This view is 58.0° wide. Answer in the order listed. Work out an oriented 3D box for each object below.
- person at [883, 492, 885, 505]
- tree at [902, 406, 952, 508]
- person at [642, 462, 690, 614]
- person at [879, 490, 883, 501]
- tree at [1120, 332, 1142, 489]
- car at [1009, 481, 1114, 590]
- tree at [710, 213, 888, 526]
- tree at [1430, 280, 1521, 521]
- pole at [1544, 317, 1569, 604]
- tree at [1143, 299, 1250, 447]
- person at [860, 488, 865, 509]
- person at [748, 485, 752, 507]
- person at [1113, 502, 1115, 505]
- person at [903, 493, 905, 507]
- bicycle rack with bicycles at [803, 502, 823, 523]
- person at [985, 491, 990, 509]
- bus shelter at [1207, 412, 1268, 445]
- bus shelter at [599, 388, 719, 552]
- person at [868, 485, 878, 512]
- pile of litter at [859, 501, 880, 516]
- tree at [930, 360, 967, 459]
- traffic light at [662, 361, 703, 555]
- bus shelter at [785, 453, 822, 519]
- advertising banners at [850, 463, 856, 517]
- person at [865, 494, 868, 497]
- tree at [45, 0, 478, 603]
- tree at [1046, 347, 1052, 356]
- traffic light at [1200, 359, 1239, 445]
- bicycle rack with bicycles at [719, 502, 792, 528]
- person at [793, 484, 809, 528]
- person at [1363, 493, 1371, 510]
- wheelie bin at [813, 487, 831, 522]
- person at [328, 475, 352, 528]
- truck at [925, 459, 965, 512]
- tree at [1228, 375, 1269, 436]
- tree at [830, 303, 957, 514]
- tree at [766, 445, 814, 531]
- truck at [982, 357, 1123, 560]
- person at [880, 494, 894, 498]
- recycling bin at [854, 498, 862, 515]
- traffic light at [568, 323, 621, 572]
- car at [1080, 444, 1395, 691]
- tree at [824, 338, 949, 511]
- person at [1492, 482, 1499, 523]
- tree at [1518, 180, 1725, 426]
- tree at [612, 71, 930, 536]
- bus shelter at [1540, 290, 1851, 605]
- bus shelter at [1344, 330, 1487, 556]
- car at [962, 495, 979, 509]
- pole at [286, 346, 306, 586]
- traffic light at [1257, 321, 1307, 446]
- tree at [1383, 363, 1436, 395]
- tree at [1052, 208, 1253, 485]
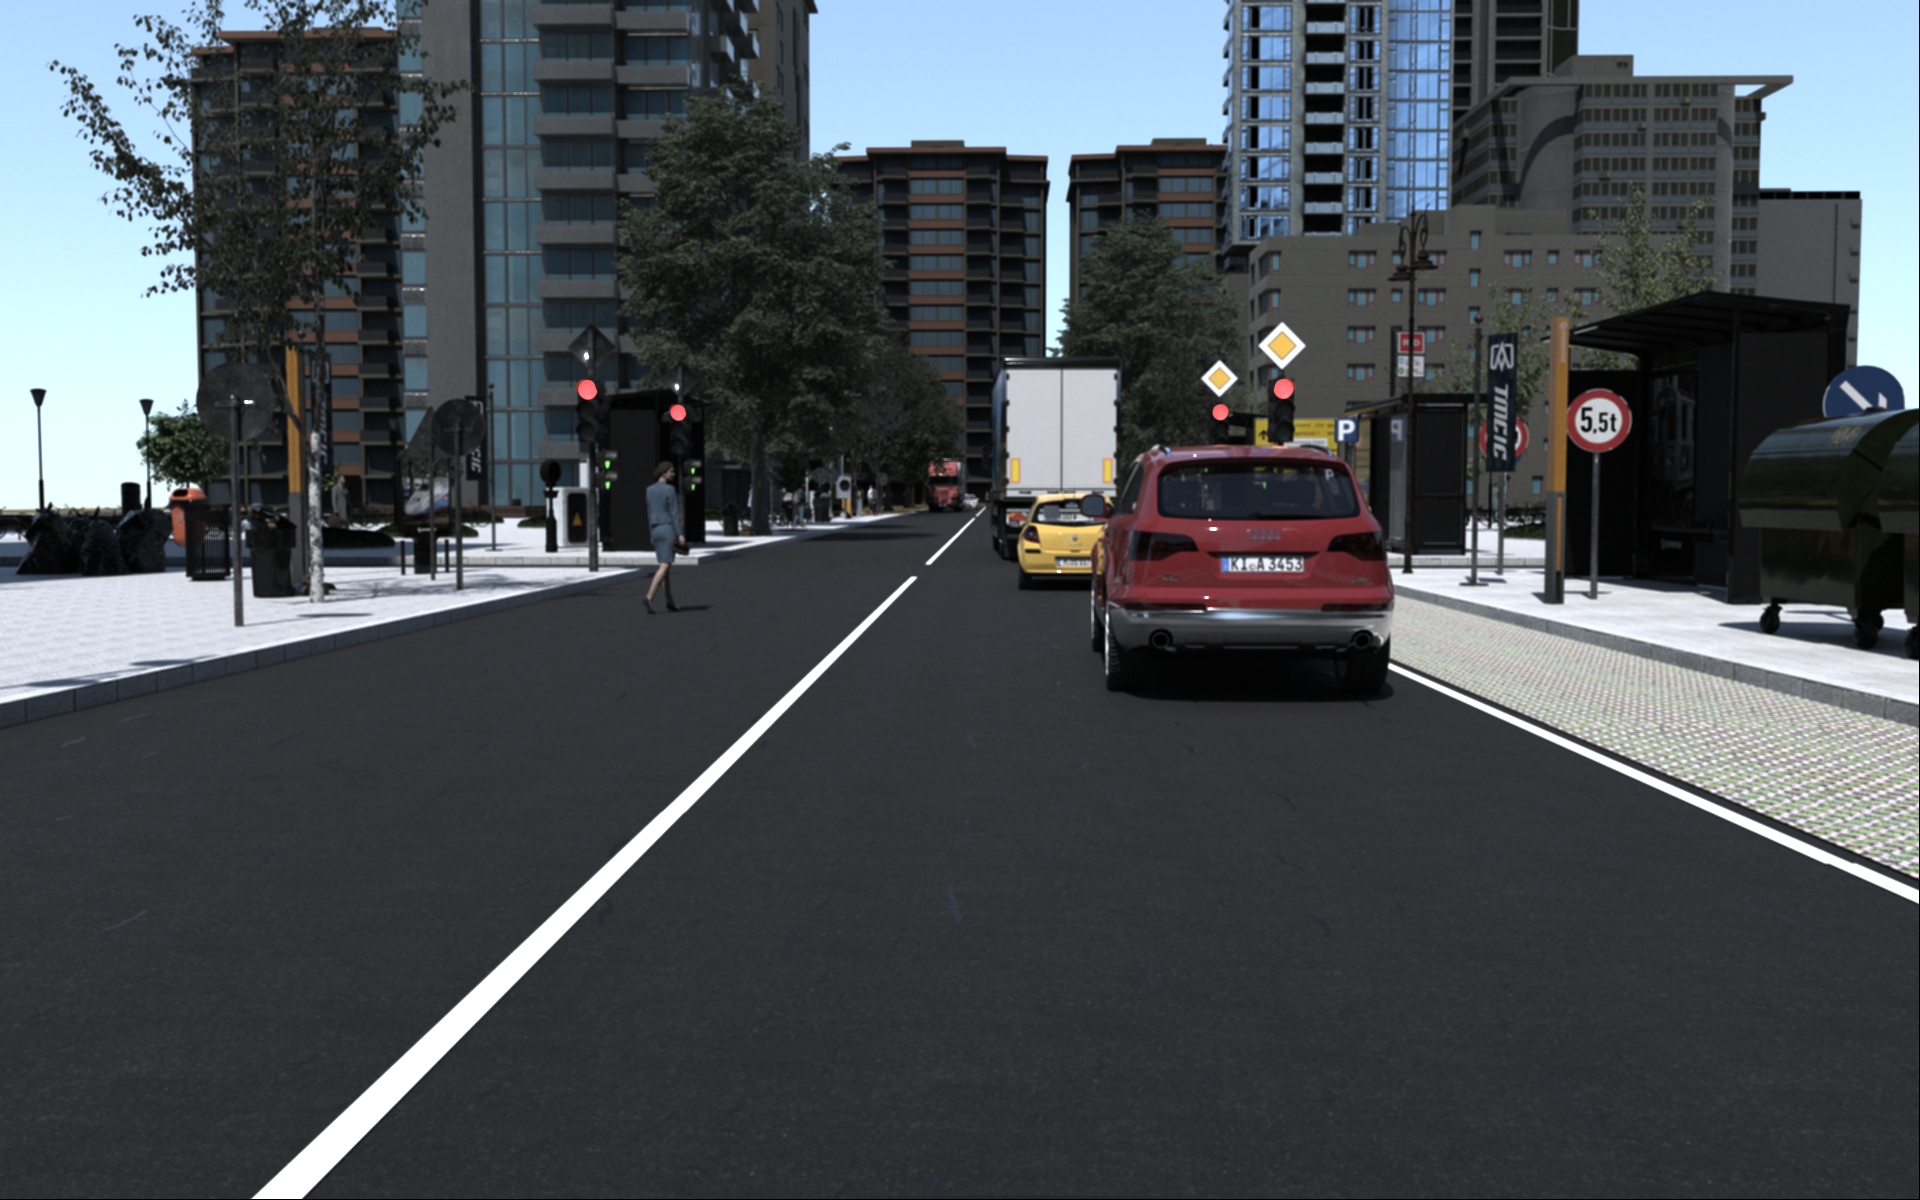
[{"bbox_3d":[-7.134,-9.825,167.617,0.436,1.711,0.756,-1,4,-19],"label":"person"},{"bbox_3d":[-4.590,-14.619,164.771,9.928,11.665,9.643,0,3,0],"label":"tree"},{"bbox_3d":[-3.605,-0.756,20.881,0.654,1.822,0.581,-3,4,-38],"label":"person"},{"bbox_3d":[-8.618,-11.071,187.767,1.217,1.743,0.721,1,4,15],"label":"person"},{"bbox_3d":[10.094,-11.100,107.236,9.928,11.665,9.643,0,3,0],"label":"tree"},{"bbox_3d":[1.767,-1.046,27.332,2.015,1.641,3.980,0,4,2],"label":"car"},{"bbox_3d":[-6.286,-9.304,70.250,7.486,12.596,7.792,0,3,0],"label":"tree"},{"bbox_3d":[18.151,-6.592,58.147,4.737,8.622,4.395,0,3,0],"label":"tree"},{"bbox_3d":[6.939,-1.608,20.132,0.158,3.312,0.155,0,3,0],"label":"pole"},{"bbox_3d":[8.800,-7.109,66.597,4.360,8.622,3.978,0,3,0],"label":"tree"},{"bbox_3d":[-8.472,-8.805,150.093,0.705,1.812,1.348,0,4,3],"label":"person"},{"bbox_3d":[-10.616,-5.075,89.107,0.778,1.811,0.616,2,4,32],"label":"person"},{"bbox_3d":[11.341,-7.214,127.218,0.599,1.433,0.991,-1,4,-10],"label":"person"},{"bbox_3d":[-5.512,-10.363,175.344,0.709,1.838,0.599,3,4,38],"label":"person"},{"bbox_3d":[-7.302,-3.880,76.824,2.852,0.926,2.925,-2,4,-24],"label":"bicycle rack with bicycles"},{"bbox_3d":[2.555,-9.653,166.864,0.617,1.759,0.750,-2,4,-31],"label":"person"},{"bbox_3d":[8.705,-3.742,52.462,1.731,3.624,6.357,0,4,1],"label":"bus shelter"},{"bbox_3d":[-7.132,-3.072,41.518,1.731,3.624,6.357,0,4,1],"label":"bus shelter"},{"bbox_3d":[-5.328,-6.093,105.757,0.679,1.850,0.850,-2,4,-31],"label":"person"},{"bbox_3d":[-5.405,-5.486,103.662,1.176,0.858,1.719,-1,4,-17],"label":"pile of litter"},{"bbox_3d":[-4.692,-15.140,154.193,9.857,13.997,8.962,0,3,0],"label":"tree"},{"bbox_3d":[-5.863,-2.912,36.524,0.839,4.253,0.868,0,4,1],"label":"traffic light"},{"bbox_3d":[-8.188,-6.196,92.588,1.731,3.624,6.357,0,4,1],"label":"bus shelter"},{"bbox_3d":[-6.042,-6.114,96.159,0.090,3.025,2.074,1,4,14],"label":"advertising banners"},{"bbox_3d":[-8.341,-9.514,162.117,1.217,1.766,0.721,1,4,18],"label":"person"},{"bbox_3d":[-7.821,-4.270,20.179,4.360,8.622,3.978,0,3,0],"label":"tree"},{"bbox_3d":[9.279,-11.555,95.579,9.857,13.997,8.962,0,3,0],"label":"tree"},{"bbox_3d":[5.396,-2.897,36.288,0.839,4.253,0.868,0,4,1],"label":"traffic light"},{"bbox_3d":[-7.879,-3.285,67.090,2.925,0.926,2.852,-1,4,-14],"label":"bicycle rack with bicycles"},{"bbox_3d":[-5.969,-3.586,65.025,0.721,1.781,0.623,-1,4,-22],"label":"person"},{"bbox_3d":[8.421,-1.585,36.207,0.306,1.304,0.590,0,4,2],"label":"person"},{"bbox_3d":[-6.346,-4.385,79.600,0.980,1.594,0.693,2,4,32],"label":"wheelie bin"},{"bbox_3d":[-17.103,-2.554,47.899,0.767,1.812,0.694,1,4,12],"label":"person"},{"bbox_3d":[-1.102,-9.264,140.380,2.839,4.237,11.283,0,4,3],"label":"truck"},{"bbox_3d":[18.474,-9.553,106.558,4.737,8.622,4.395,0,3,0],"label":"tree"},{"bbox_3d":[-5.423,-12.295,111.399,12.009,13.543,11.850,0,3,0],"label":"tree"},{"bbox_3d":[-6.010,-4.040,60.659,1.663,3.219,1.824,0,3,0],"label":"tree"},{"bbox_3d":[2.031,-3.185,40.983,2.839,4.237,11.283,0,4,0],"label":"truck"},{"bbox_3d":[-6.861,-9.621,163.277,1.348,1.831,0.705,1,4,17],"label":"person"},{"bbox_3d":[-6.555,-5.820,107.710,0.722,1.027,0.722,2,4,32],"label":"recycling bin"},{"bbox_3d":[-6.043,-2.423,28.541,0.839,4.253,0.868,0,4,1],"label":"traffic light"},{"bbox_3d":[2.137,-0.335,14.146,2.281,1.827,5.304,0,4,2],"label":"car"},{"bbox_3d":[-5.423,-12.884,127.668,9.611,12.733,9.660,0,3,0],"label":"tree"},{"bbox_3d":[23.910,-4.343,77.155,0.767,1.812,0.694,-3,5,-40],"label":"person"},{"bbox_3d":[16.178,-5.503,40.331,4.737,8.622,4.395,0,3,0],"label":"tree"},{"bbox_3d":[-6.121,-8.947,52.944,9.857,13.997,8.962,0,3,0],"label":"tree"},{"bbox_3d":[9.527,-1.946,23.097,1.731,3.624,6.357,0,4,1],"label":"bus shelter"},{"bbox_3d":[10.332,-3.831,40.266,2.179,5.291,8.768,0,4,1],"label":"bus shelter"},{"bbox_3d":[0.762,-9.221,163.129,2.083,1.381,4.827,0,4,2],"label":"car"},{"bbox_3d":[-9.198,-1.844,23.997,0.158,3.312,0.155,0,3,0],"label":"pole"},{"bbox_3d":[5.216,-2.409,28.305,0.839,4.253,0.868,0,4,1],"label":"traffic light"},{"bbox_3d":[23.985,-8.620,91.301,4.360,8.622,3.978,0,3,0],"label":"tree"},{"bbox_3d":[8.759,-10.444,77.414,9.857,13.997,8.962,0,3,0],"label":"tree"}]
